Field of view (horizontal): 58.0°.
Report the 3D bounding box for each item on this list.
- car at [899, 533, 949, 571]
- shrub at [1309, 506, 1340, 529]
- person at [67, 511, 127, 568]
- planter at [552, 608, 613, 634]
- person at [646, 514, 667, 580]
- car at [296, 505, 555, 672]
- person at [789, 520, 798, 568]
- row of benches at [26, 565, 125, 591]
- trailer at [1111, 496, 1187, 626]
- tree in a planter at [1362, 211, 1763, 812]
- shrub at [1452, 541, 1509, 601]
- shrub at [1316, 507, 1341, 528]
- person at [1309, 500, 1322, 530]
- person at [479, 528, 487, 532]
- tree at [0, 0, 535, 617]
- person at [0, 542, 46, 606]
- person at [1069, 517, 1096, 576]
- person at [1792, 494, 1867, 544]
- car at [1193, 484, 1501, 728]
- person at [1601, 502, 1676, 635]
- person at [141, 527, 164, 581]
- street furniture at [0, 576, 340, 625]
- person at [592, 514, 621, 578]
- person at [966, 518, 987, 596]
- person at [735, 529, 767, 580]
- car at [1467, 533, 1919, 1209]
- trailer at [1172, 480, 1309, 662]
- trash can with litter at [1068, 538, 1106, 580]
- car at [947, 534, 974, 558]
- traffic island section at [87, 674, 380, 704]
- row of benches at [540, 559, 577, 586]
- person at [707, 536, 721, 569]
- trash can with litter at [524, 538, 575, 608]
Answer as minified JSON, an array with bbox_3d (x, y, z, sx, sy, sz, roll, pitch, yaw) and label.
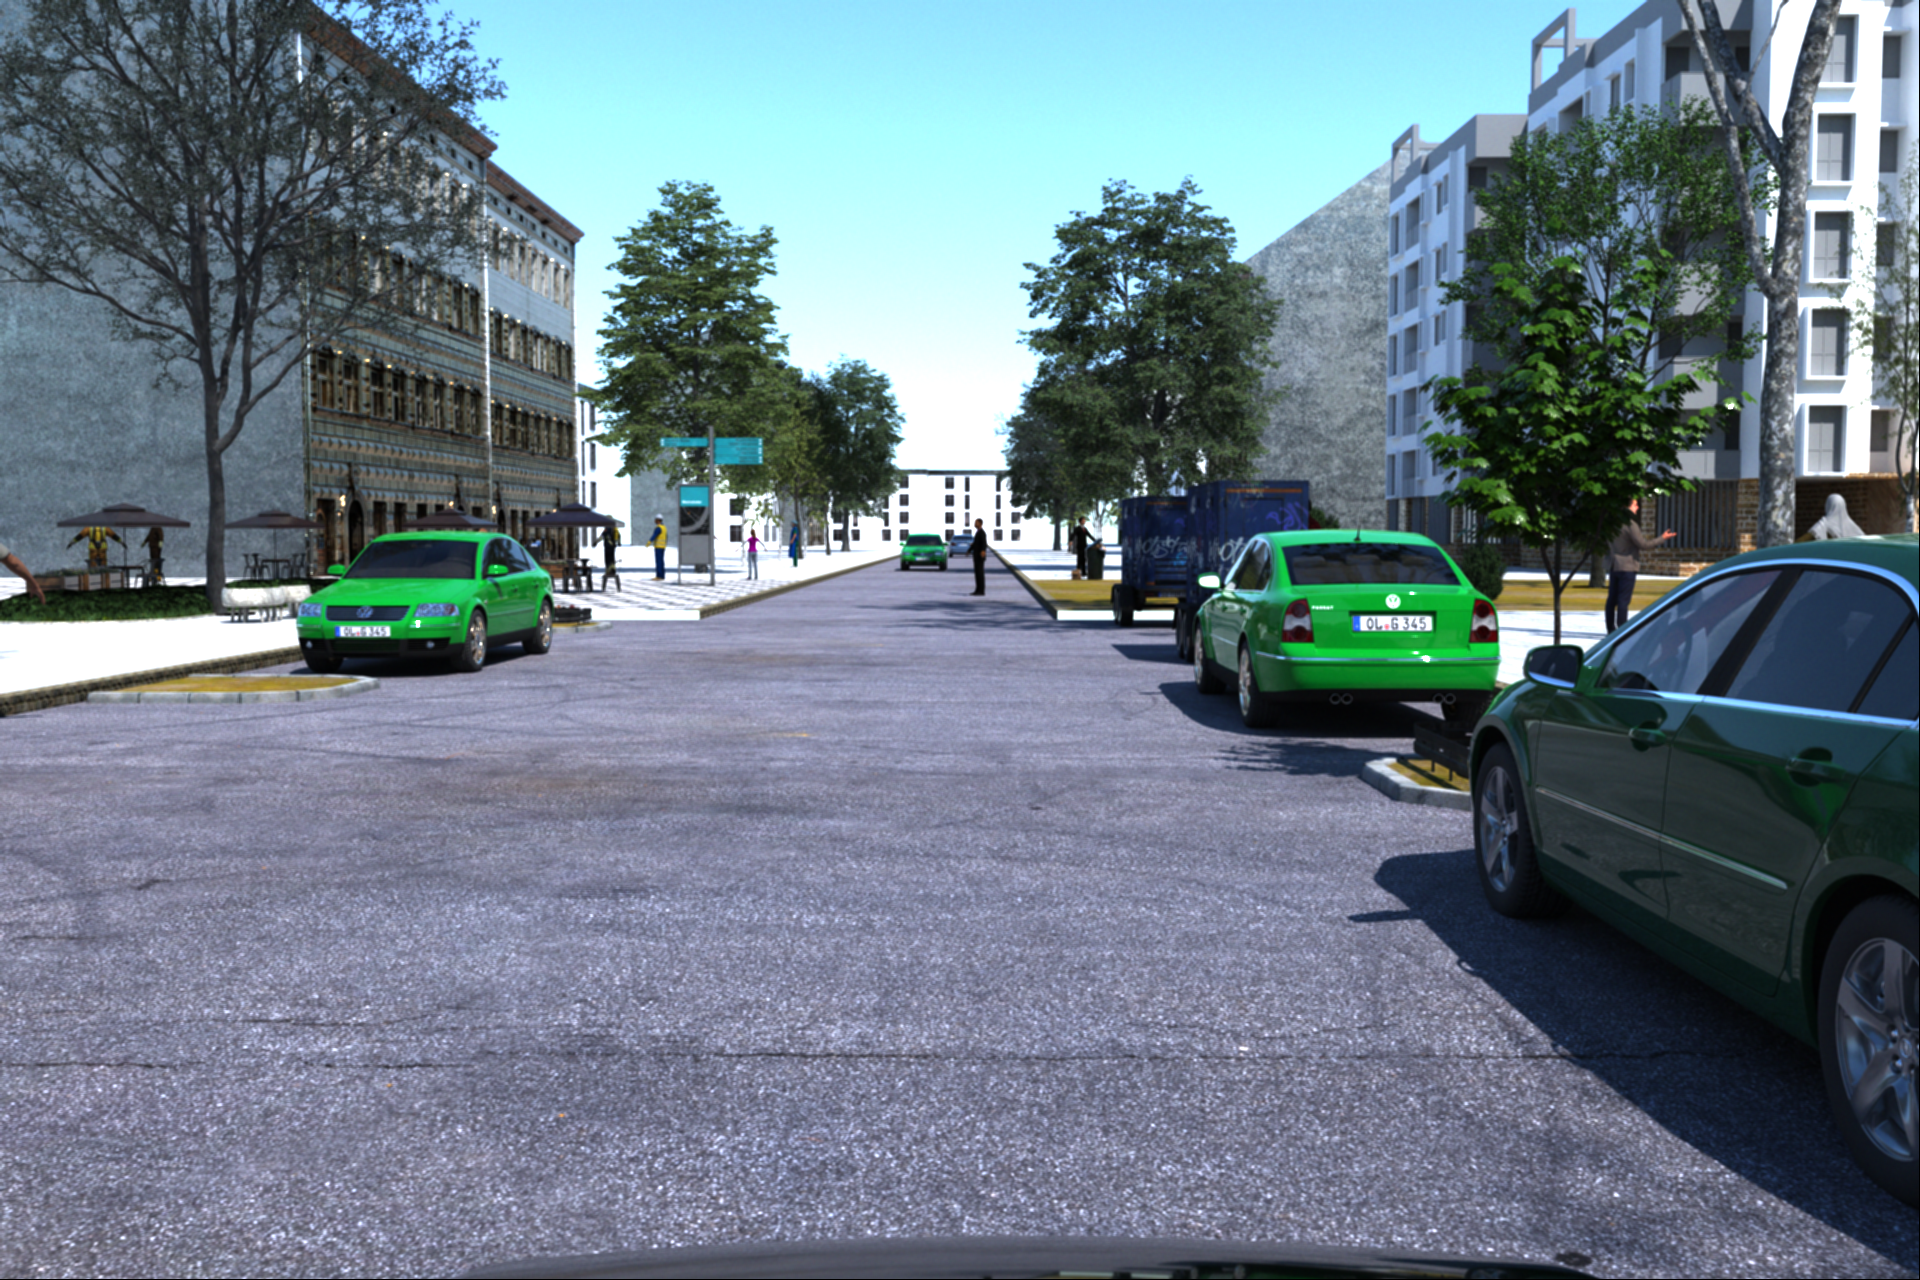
[{"bbox_3d":[-1.420,-3.677,68.910,1.959,1.807,4.718,0,4,1],"label":"car"},{"bbox_3d":[7.913,-2.150,39.571,1.690,2.028,1.600,0,3,0],"label":"shrub"},{"bbox_3d":[-21.367,-2.272,42.908,1.354,1.858,0.705,-2,4,-30],"label":"person"},{"bbox_3d":[-6.284,-0.290,25.880,1.991,0.319,1.994,0,4,1],"label":"planter"},{"bbox_3d":[-8.405,-2.587,48.273,0.705,1.833,1.349,1,4,12],"label":"person"},{"bbox_3d":[-5.845,-0.645,19.349,1.959,1.807,4.718,0,4,1],"label":"car"},{"bbox_3d":[-6.376,-3.684,66.366,0.704,1.817,1.347,0,4,-5],"label":"person"},{"bbox_3d":[-16.389,-1.027,32.252,1.422,0.672,4.104,-1,4,-12],"label":"row of benches"},{"bbox_3d":[3.158,-1.274,27.877,1.471,1.999,3.904,0,4,-1],"label":"trailer"},{"bbox_3d":[3.343,-0.760,9.648,1.991,3.239,1.994,0,4,0],"label":"tree in a planter"},{"bbox_3d":[9.609,-1.277,31.995,1.383,1.207,1.383,0,3,0],"label":"shrub"},{"bbox_3d":[9.975,-2.667,48.020,1.690,2.028,1.600,0,3,0],"label":"shrub"},{"bbox_3d":[4.934,-1.157,25.033,0.704,1.816,1.345,-2,4,-27],"label":"person"},{"bbox_3d":[-15.675,-3.091,57.340,0.721,1.733,1.217,1,4,15],"label":"person"},{"bbox_3d":[-11.581,-7.129,26.924,12.009,13.543,11.850,0,3,0],"label":"tree"},{"bbox_3d":[-7.221,-0.250,12.400,0.705,1.847,1.347,3,5,40],"label":"person"},{"bbox_3d":[3.727,-2.842,52.651,1.347,1.806,0.705,-3,5,-45],"label":"person"},{"bbox_3d":[9.917,-0.796,19.786,1.217,1.736,0.721,0,4,-4],"label":"person"},{"bbox_3d":[2.999,-0.329,14.167,1.959,1.807,4.718,0,4,0],"label":"car"},{"bbox_3d":[8.211,-0.883,21.003,0.750,1.759,0.617,0,4,1],"label":"person"},{"bbox_3d":[-21.741,-2.482,46.723,0.704,1.812,1.346,-3,5,-45],"label":"person"},{"bbox_3d":[-11.625,-0.837,29.313,5.734,0.657,10.072,1,4,10],"label":"street furniture"},{"bbox_3d":[-10.239,-2.736,50.505,0.705,1.856,1.354,1,4,23],"label":"person"},{"bbox_3d":[0.420,-1.939,40.384,0.704,1.802,1.346,-1,4,-16],"label":"person"},{"bbox_3d":[-5.881,-2.424,48.901,0.991,1.433,0.599,-2,4,-34],"label":"person"},{"bbox_3d":[2.916,0.410,5.089,2.131,1.459,4.920,0,4,0],"label":"car"},{"bbox_3d":[3.231,-0.813,20.342,1.471,1.999,3.904,0,4,0],"label":"trailer"},{"bbox_3d":[3.558,-2.275,48.590,1.055,1.170,0.624,0,4,-1],"label":"trash can with litter"},{"bbox_3d":[0.178,-5.796,106.766,2.014,1.417,4.499,0,3,0],"label":"car"},{"bbox_3d":[-6.388,0.443,15.627,1.991,0.108,1.994,0,4,1],"label":"traffic island section"},{"bbox_3d":[-11.303,-1.646,42.371,4.104,0.672,1.422,-1,4,-17],"label":"row of benches"},{"bbox_3d":[-9.372,-3.483,63.083,1.345,1.843,0.704,-1,4,-21],"label":"person"},{"bbox_3d":[-6.990,-1.108,29.172,1.678,1.210,2.233,0,4,1],"label":"trash can with litter"}]
